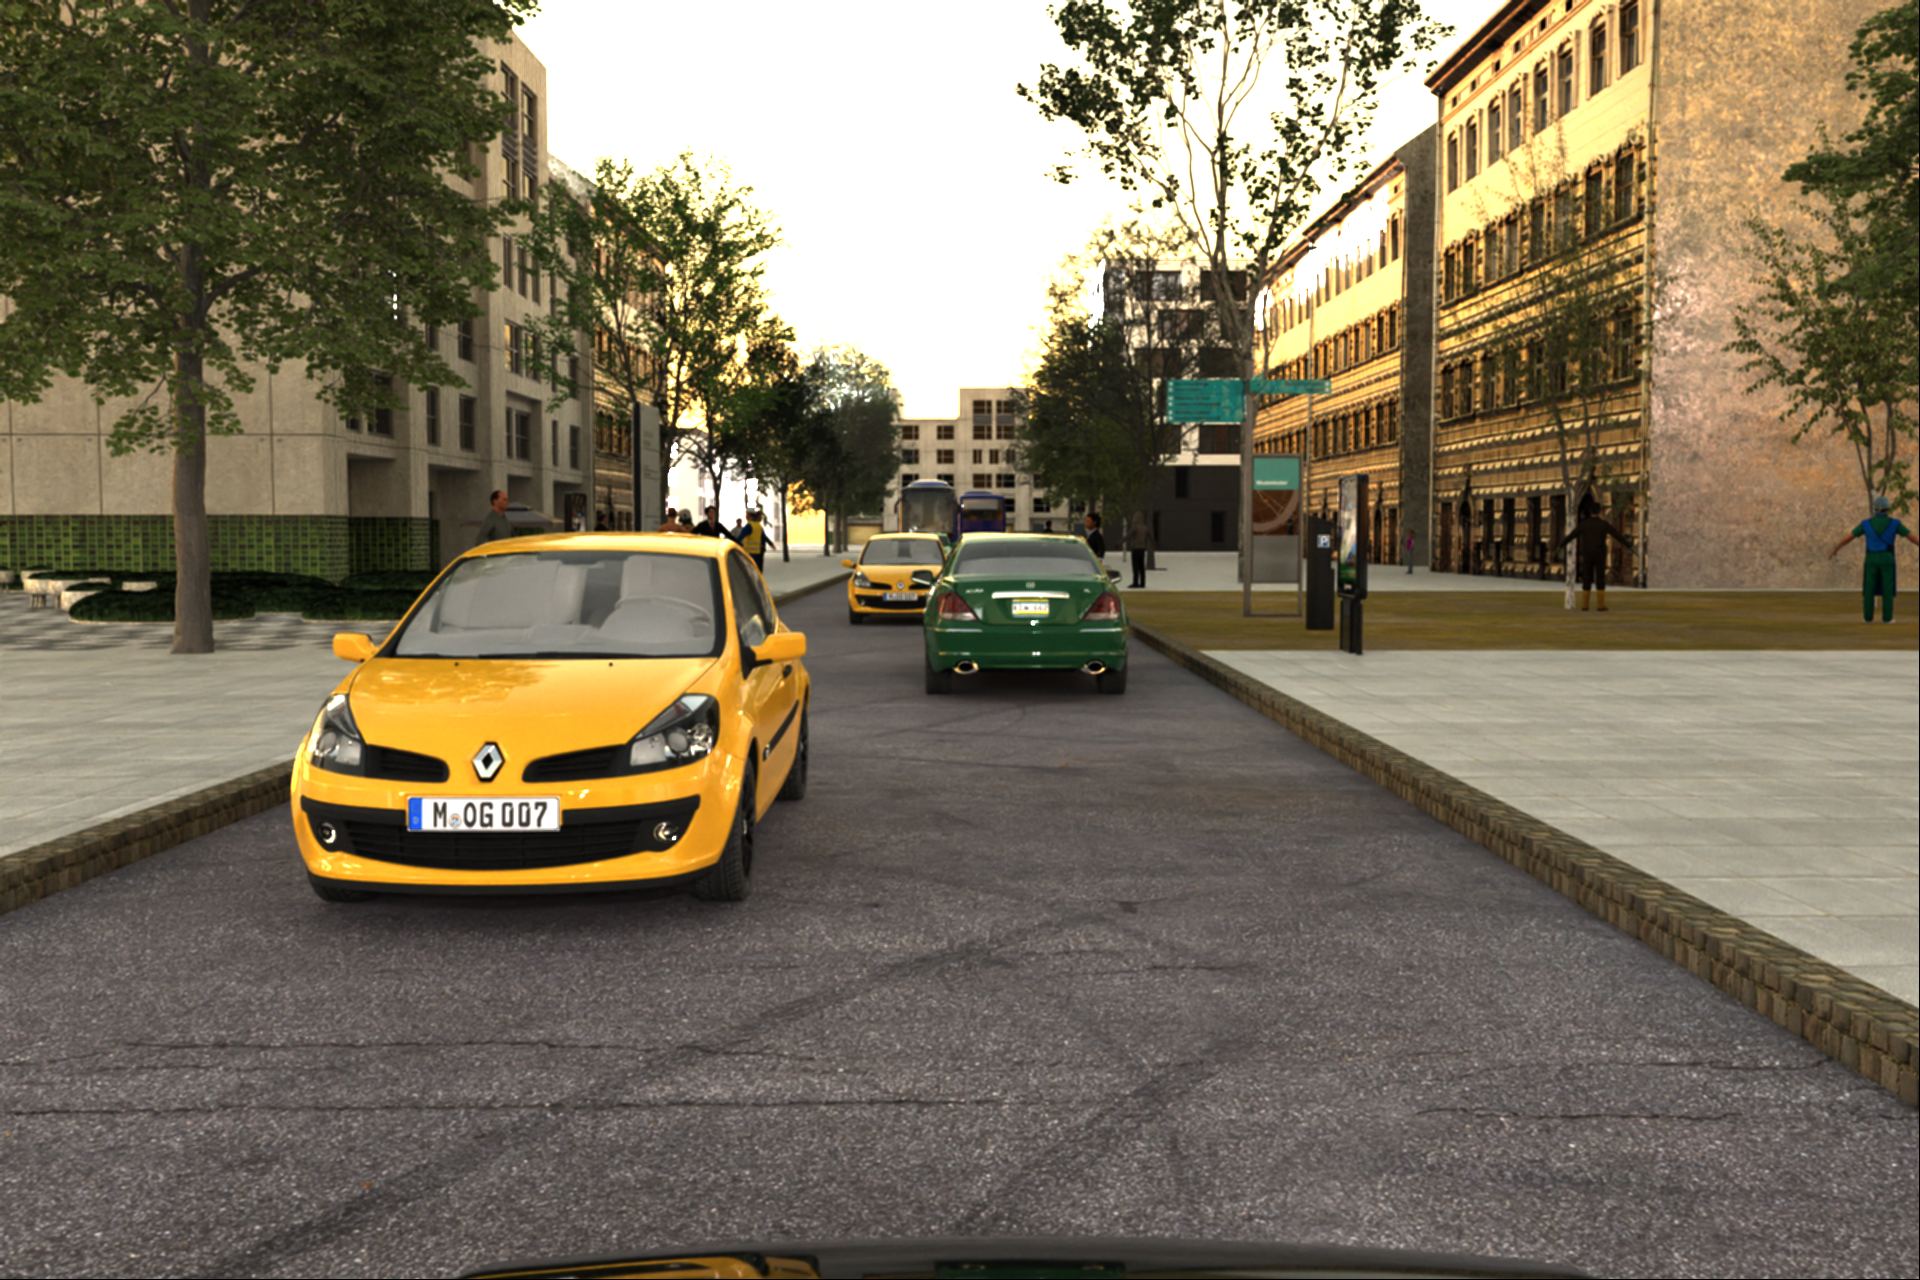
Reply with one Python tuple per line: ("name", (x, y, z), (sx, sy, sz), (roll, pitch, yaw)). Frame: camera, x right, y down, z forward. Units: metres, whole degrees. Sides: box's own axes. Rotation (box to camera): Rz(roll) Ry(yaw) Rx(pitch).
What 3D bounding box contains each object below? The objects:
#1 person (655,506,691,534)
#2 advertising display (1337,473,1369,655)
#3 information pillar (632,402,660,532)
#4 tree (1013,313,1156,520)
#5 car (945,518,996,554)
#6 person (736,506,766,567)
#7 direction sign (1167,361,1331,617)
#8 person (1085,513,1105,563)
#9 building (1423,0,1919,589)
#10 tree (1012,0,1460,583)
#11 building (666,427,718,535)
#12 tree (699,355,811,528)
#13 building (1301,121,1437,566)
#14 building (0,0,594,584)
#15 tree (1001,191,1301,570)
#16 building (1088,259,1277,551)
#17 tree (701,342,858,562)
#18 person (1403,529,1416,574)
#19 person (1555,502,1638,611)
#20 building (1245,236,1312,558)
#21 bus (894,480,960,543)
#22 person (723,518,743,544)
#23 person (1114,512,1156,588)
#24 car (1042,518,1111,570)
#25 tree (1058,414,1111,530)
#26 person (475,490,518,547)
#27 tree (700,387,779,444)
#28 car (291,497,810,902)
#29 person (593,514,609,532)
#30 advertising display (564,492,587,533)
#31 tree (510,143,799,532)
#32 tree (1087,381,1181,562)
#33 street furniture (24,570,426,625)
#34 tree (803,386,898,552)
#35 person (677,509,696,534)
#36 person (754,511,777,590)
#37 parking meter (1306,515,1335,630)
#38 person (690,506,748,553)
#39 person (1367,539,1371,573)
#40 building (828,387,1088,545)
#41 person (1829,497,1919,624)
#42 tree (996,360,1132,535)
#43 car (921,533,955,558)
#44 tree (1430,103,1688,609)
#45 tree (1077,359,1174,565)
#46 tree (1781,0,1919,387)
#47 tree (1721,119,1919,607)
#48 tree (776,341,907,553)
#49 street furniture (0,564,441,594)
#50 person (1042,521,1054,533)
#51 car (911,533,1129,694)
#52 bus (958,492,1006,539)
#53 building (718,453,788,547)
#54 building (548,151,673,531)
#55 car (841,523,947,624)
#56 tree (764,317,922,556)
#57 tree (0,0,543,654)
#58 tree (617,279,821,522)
("person", (-4.702, -1.328, 28.523), (1.217, 1.733, 0.721), (1, 4, 8))
("advertising display", (4.247, -0.829, 18.761), (0.123, 1.923, 0.974), (0, 4, 1))
("information pillar", (-5.745, -2.475, 31.776), (0.184, 3.620, 1.656), (0, 4, 2))
("tree", (6.479, -10.492, 89.672), (7.486, 12.596, 7.792), (0, 3, 0))
("car", (0.635, -1.935, 40.426), (1.959, 1.807, 4.718), (0, 4, -1))
("person", (-4.191, -1.750, 34.575), (0.705, 1.833, 1.349), (2, 4, 25))
("direction sign", (4.449, -2.290, 26.211), (2.525, 3.948, 1.411), (0, 4, 0))
("person", (1.872, -1.002, 25.558), (0.721, 1.740, 1.216), (-1, 4, -16))
("building", (25.228, -13.340, 49.036), (19.493, 23.208, 18.063), (0, 4, 0))
("tree", (6.095, -11.560, 44.890), (12.611, 20.169, 13.585), (0, 3, 0))
("building", (-25.409, -12.725, 150.202), (9.099, 9.664, 28.070), (0, 4, -1))
("tree", (-8.347, -7.334, 70.273), (4.737, 8.622, 4.395), (0, 3, 0))
("building", (26.826, -15.100, 77.816), (19.493, 23.208, 18.063), (0, 4, 0))
("building", (-24.003, -11.701, 57.770), (16.747, 18.905, 31.486), (0, 3, 0))
("tree", (6.813, -9.255, 61.697), (12.009, 13.543, 11.850), (0, 3, 0))
("building", (24.539, -18.419, 145.121), (27.936, 21.610, 32.646), (0, 3, 0))
("tree", (-8.328, -8.872, 79.463), (7.601, 10.594, 8.767), (-2, 4, -24))
("person", (14.409, -2.840, 55.693), (0.599, 1.433, 0.991), (0, 4, 2))
("person", (10.625, -1.397, 28.984), (1.346, 1.812, 0.704), (2, 4, 32))
("building", (27.173, -16.278, 97.069), (19.493, 23.208, 18.063), (0, 4, 0))
("bus", (-1.399, -5.538, 82.086), (2.896, 3.916, 12.251), (0, 4, 0))
("person", (-7.276, -3.117, 57.148), (1.347, 1.806, 0.705), (-1, 4, -13))
("person", (4.230, -2.150, 41.286), (1.348, 1.813, 0.705), (-3, 5, -40))
("car", (0.993, -0.740, 22.324), (2.015, 1.641, 3.980), (0, 4, 0))
("tree", (7.428, -9.108, 99.274), (4.737, 8.622, 4.395), (0, 3, 0))
("person", (-5.430, -0.872, 20.529), (0.705, 1.796, 1.348), (1, 4, 14))
("tree", (-26.622, -21.899, 213.938), (12.611, 20.169, 13.585), (0, 3, 0))
("car", (-1.667, 0.138, 7.968), (2.015, 1.641, 3.980), (0, 4, 0))
("person", (-9.748, -2.532, 47.340), (1.347, 1.837, 0.705), (3, 5, 44))
("advertising display", (-5.969, -1.329, 26.938), (0.123, 1.923, 0.974), (0, 4, 1))
("tree", (-8.263, -7.431, 47.257), (9.928, 11.665, 9.643), (0, 3, 0))
("tree", (7.694, -7.827, 78.328), (4.737, 8.622, 4.395), (0, 3, 0))
("street furniture", (-11.798, -0.778, 28.343), (5.734, 0.657, 10.072), (-3, 4, -38))
("tree", (-8.324, -12.675, 125.365), (7.486, 12.596, 7.792), (0, 3, 0))
("person", (-6.296, -2.068, 39.584), (0.705, 1.858, 1.354), (0, 4, -2))
("person", (-4.558, -2.016, 39.188), (0.704, 1.802, 1.346), (-2, 4, -33))
("parking meter", (4.842, -0.908, 23.252), (0.372, 1.533, 0.369), (0, 3, 0))
("person", (-4.589, -1.579, 32.010), (1.347, 1.806, 0.705), (-2, 4, -27))
("person", (13.217, -3.073, 56.706), (0.721, 1.772, 1.216), (0, 4, -4))
("building", (0.008, -21.192, 215.399), (31.486, 18.905, 16.747), (0, 4, 1))
("person", (13.190, -1.143, 24.820), (1.347, 1.817, 0.704), (2, 4, 35))
("tree", (7.367, -12.478, 114.389), (12.009, 13.543, 11.850), (0, 3, 0))
("car", (-1.126, -3.667, 68.755), (1.959, 1.807, 4.718), (0, 3, 0))
("tree", (10.663, -4.849, 29.649), (4.360, 8.622, 3.978), (0, 3, 0))
("tree", (7.076, -7.403, 71.405), (4.737, 8.622, 4.395), (0, 3, 0))
("tree", (13.749, -6.227, 19.939), (7.486, 12.596, 7.792), (0, 3, 0))
("tree", (15.764, -4.875, 30.064), (4.737, 8.622, 4.395), (0, 3, 0))
("tree", (-8.063, -12.724, 114.692), (9.857, 13.997, 8.962), (0, 3, 0))
("street furniture", (-16.738, -1.407, 38.625), (10.072, 0.657, 5.734), (0, 4, 2))
("person", (3.089, -3.182, 58.752), (0.721, 1.740, 1.216), (-3, 4, -36))
("car", (0.574, -0.313, 16.918), (2.131, 1.459, 4.920), (0, 4, -1))
("bus", (1.099, -6.601, 99.475), (2.896, 3.916, 12.251), (0, 4, -1))
("building", (-22.277, -14.523, 179.603), (9.099, 9.664, 28.070), (0, 4, 0))
("building", (-25.290, -15.542, 85.036), (19.493, 23.208, 18.063), (0, 4, 1))
("car", (-0.929, -1.140, 28.856), (2.015, 1.641, 3.980), (0, 3, 0))
("tree", (-7.745, -11.545, 99.131), (12.009, 13.543, 11.850), (0, 3, 0))
("tree", (-8.141, -6.154, 18.739), (7.486, 12.596, 7.792), (0, 3, 0))
("tree", (-8.169, -7.669, 59.796), (8.767, 10.594, 7.601), (3, 4, 39))
